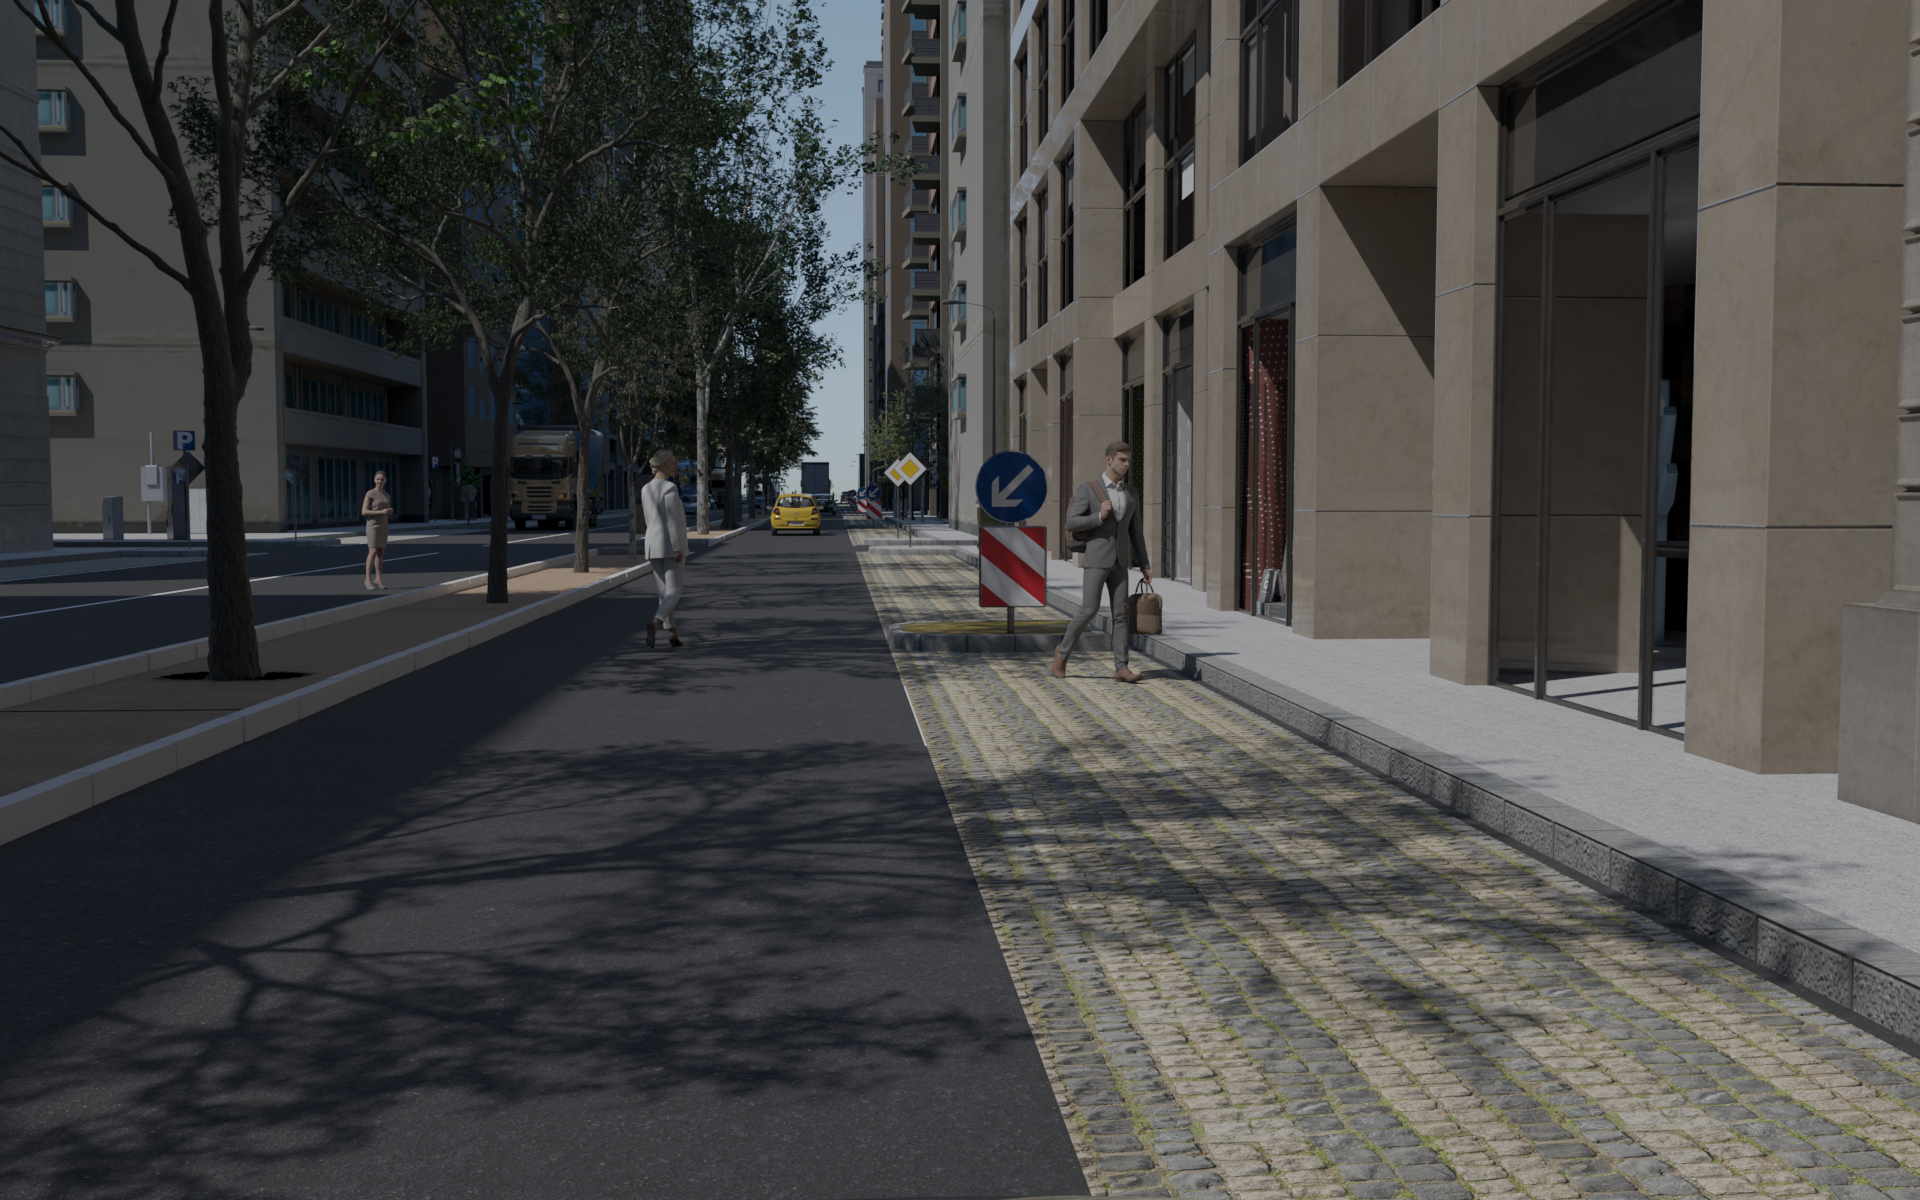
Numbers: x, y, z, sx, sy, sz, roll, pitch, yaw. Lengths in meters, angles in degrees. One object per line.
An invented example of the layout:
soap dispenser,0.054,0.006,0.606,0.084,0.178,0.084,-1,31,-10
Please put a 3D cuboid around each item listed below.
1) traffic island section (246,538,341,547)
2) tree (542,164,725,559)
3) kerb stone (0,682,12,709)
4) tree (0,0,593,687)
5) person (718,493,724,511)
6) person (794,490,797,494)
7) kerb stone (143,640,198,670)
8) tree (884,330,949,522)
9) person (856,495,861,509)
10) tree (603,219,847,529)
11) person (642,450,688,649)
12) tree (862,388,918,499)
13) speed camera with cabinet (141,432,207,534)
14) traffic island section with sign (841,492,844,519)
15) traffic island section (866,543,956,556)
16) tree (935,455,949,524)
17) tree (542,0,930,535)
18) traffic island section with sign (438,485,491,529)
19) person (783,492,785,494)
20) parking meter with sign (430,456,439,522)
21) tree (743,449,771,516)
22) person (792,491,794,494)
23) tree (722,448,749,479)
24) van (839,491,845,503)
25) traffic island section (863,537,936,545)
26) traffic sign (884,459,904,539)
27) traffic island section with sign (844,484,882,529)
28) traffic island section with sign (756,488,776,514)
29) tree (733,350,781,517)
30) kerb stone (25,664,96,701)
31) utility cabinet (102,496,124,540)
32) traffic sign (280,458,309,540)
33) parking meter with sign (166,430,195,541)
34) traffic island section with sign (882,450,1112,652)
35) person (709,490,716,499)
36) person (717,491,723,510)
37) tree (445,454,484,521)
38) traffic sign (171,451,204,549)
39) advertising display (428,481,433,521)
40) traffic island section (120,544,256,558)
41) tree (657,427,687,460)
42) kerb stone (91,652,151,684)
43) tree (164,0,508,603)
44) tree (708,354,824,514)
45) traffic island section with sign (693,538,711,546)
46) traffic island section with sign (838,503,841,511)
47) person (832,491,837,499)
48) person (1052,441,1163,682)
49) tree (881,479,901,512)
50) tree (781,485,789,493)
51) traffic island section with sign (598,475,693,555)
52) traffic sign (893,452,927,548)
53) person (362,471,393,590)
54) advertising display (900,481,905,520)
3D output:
traffic island section,-18.548,-1.592,48.317,2.009,0.180,2.903,0,4,-4
tree,-7.157,-5.182,37.553,4.360,8.622,3.978,0,3,0
kerb stone,-6.396,0.666,11.365,0.120,0.150,1.000,0,4,-4
tree,-5.722,-5.194,13.141,9.928,11.665,9.643,0,3,0
person,-19.065,-8.100,141.020,1.350,1.814,0.705,0,4,7
person,-17.408,-10.770,184.456,0.599,1.838,0.709,0,4,-1
kerb stone,-6.619,0.474,14.439,0.120,0.150,1.000,0,4,-4
tree,-1.670,-7.837,78.501,4.360,8.622,3.978,0,3,0
person,-8.950,-8.845,153.667,0.990,1.755,0.434,-2,4,-28
tree,-9.438,-9.248,70.662,9.611,12.733,9.660,0,3,0
person,-2.759,-0.466,15.996,0.514,1.842,0.818,1,4,23
tree,-4.577,-10.331,119.280,4.737,8.622,4.395,0,3,0
speed camera with cabinet,-25.106,-3.744,55.556,2.038,3.252,0.660,0,4,-5
traffic island section with sign,-5.661,-5.516,98.821,1.989,1.847,2.006,0,4,-4
traffic island section,-1.172,-1.179,41.562,2.009,0.180,2.903,0,4,-4
tree,-0.199,-4.913,74.929,1.663,3.219,1.824,0,3,0
tree,-7.728,-12.293,59.339,12.611,20.169,13.585,0,3,0
traffic island section with sign,-20.201,-3.815,71.002,1.989,1.847,2.006,0,4,-4
person,-19.919,-11.427,196.256,0.530,1.710,0.541,1,4,12
parking meter with sign,-25.069,-5.142,80.336,1.738,3.016,0.543,1,4,18
tree,-12.739,-9.880,114.358,4.737,8.622,4.395,0,3,0
person,-19.358,-11.640,199.531,0.721,1.743,1.217,3,5,39
tree,-37.704,-22.759,282.477,12.009,13.543,11.850,0,3,0
van,-17.558,-15.826,265.769,2.013,2.044,4.112,0,4,-5
traffic island section,-1.750,-1.666,49.527,2.009,0.180,2.903,0,4,-4
traffic sign,-1.773,-2.802,49.448,0.795,2.450,0.064,0,4,-4
traffic island section with sign,-3.707,-3.872,71.936,1.989,1.847,2.006,0,4,-4
traffic island section with sign,-13.509,-7.066,123.672,2.006,1.907,1.989,0,4,-4
tree,-10.235,-7.645,77.820,4.360,8.622,3.978,0,3,0
kerb stone,-6.474,0.602,12.390,0.120,0.150,1.000,0,4,-4
utility cabinet,-23.716,-2.282,48.472,0.306,1.237,1.020,-3,5,-41
traffic sign,-18.525,-2.729,48.257,0.795,2.450,0.064,0,4,-4
parking meter with sign,-21.771,-3.179,48.237,0.543,3.016,1.738,-3,4,-37
traffic island section with sign,0.310,-0.483,16.520,1.989,1.847,2.006,0,4,-4
person,-24.823,-10.071,172.797,0.705,1.869,1.348,2,4,26
person,-21.215,-8.801,153.313,0.541,1.710,0.530,-1,4,-21
tree,-23.856,-5.476,84.134,1.663,3.219,1.824,0,3,0
traffic sign,-17.947,-2.242,40.293,0.795,2.450,0.064,0,4,-4
advertising display,-25.976,-4.804,83.758,0.974,1.923,0.123,1,4,12
traffic island section,-17.970,-1.105,40.353,2.009,0.180,2.903,0,4,-4
tree,-31.744,-17.133,198.256,7.486,12.596,7.792,0,3,0
kerb stone,-6.548,0.540,13.410,0.120,0.150,1.000,0,4,-4
tree,-6.059,-5.208,22.020,8.767,10.594,7.601,0,4,-4
tree,-13.334,-12.235,120.624,7.486,12.596,7.792,0,3,0
traffic island section with sign,-8.062,-2.483,48.730,2.006,1.907,1.989,0,4,-4
traffic island section with sign,-9.328,-8.604,149.297,1.989,1.847,2.006,0,4,-4
person,-19.065,-15.435,260.877,0.705,1.823,1.348,3,5,44
person,1.115,-0.290,13.199,0.622,1.834,0.822,-3,4,-37
tree,-4.928,-8.123,127.405,1.663,3.219,1.824,0,3,0
tree,-12.309,-9.513,108.356,4.360,8.622,3.978,0,3,0
traffic island section with sign,-7.536,-2.031,41.342,2.006,1.907,1.989,0,4,-4
traffic sign,-1.195,-2.314,41.483,0.795,2.450,0.064,0,4,-4
person,-8.749,-1.054,26.074,0.374,1.781,0.599,2,4,28
advertising display,-2.866,-4.958,86.283,0.123,1.923,0.974,0,4,-7
